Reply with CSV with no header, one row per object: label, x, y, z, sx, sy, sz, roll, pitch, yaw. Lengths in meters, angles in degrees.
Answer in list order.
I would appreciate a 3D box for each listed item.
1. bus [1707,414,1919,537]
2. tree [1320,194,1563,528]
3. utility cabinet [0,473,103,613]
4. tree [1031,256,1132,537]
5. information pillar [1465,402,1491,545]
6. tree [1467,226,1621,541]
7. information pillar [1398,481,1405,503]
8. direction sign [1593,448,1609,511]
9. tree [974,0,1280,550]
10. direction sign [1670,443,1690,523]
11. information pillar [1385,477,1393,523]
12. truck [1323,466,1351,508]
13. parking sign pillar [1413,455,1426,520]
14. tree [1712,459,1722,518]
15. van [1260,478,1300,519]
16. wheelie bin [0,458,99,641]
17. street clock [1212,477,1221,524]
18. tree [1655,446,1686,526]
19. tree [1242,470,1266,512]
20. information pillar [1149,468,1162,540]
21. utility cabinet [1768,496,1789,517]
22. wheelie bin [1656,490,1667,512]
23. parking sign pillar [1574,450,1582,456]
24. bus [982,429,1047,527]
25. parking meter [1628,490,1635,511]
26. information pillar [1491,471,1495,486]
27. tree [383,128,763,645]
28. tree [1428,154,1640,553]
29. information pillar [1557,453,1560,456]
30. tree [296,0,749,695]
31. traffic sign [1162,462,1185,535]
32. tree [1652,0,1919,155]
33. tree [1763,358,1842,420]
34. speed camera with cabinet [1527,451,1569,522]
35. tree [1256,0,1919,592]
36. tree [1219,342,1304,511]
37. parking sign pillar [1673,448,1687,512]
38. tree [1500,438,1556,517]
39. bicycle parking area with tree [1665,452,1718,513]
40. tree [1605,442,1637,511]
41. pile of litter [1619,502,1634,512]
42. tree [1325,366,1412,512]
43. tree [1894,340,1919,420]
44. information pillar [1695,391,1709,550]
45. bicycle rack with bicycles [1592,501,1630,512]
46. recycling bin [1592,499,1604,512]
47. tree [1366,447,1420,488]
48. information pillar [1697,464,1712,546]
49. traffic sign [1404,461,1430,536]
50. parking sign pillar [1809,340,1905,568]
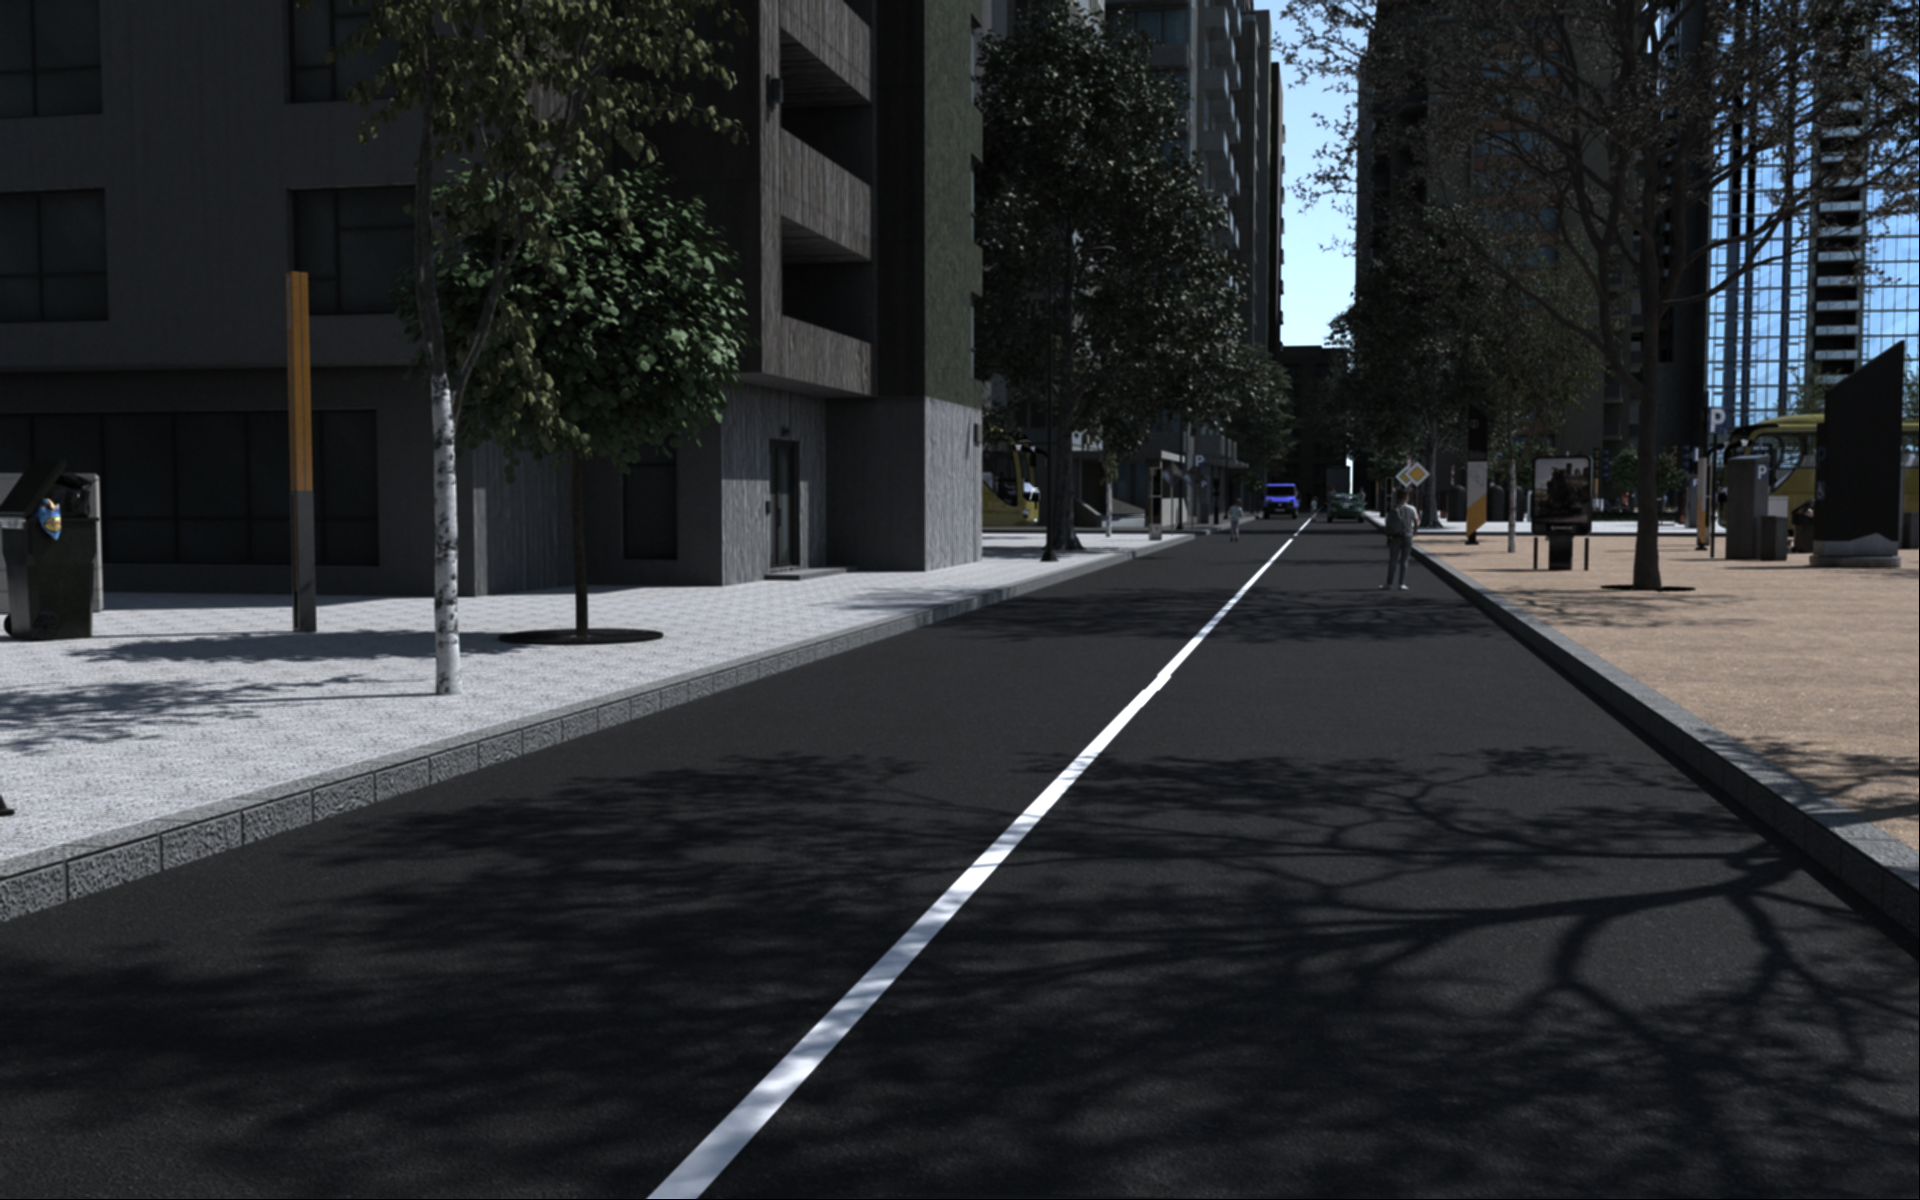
bus,29.581,-3.754,52.927,12.252,3.916,2.896,1,4,12
tree,18.082,-9.130,66.288,9.611,12.733,9.660,0,3,0
utility cabinet,-9.924,-0.611,18.671,1.173,1.500,0.318,-1,4,-19
tree,4.226,-6.188,51.542,4.737,8.622,4.395,0,3,0
information pillar,13.100,-3.215,43.918,0.504,3.616,0.183,1,4,19
tree,16.237,-5.956,47.744,4.737,8.622,4.395,0,3,0
information pillar,22.071,-5.017,86.516,0.304,2.012,0.304,0,4,-3
direction sign,31.482,-5.697,85.148,0.876,3.537,0.379,-1,4,-15
tree,2.507,-7.501,39.645,9.611,12.733,9.660,0,3,0
direction sign,31.916,-5.191,76.862,0.876,3.537,0.379,0,4,-2
information pillar,18.743,-4.352,75.655,0.304,2.012,0.304,1,4,16
truck,38.703,-11.556,177.850,2.839,4.237,11.283,1,4,12
parking sign pillar,23.544,-6.079,87.869,1.447,3.967,1.447,-3,5,-43
tree,41.365,-6.118,94.639,1.663,3.219,1.824,0,3,0
van,18.621,-5.881,100.530,2.240,2.365,5.245,1,4,11
wheelie bin,-8.104,-0.459,15.419,0.980,1.594,0.693,3,5,40
street clock,10.877,-4.213,73.448,0.358,2.002,0.471,1,4,15
tree,28.602,-4.624,70.199,1.663,3.219,1.824,0,3,0
tree,21.173,-7.945,124.508,1.663,3.219,1.824,0,3,0
information pillar,5.422,-2.663,48.037,0.304,2.012,0.304,0,4,-7
utility cabinet,21.577,-2.136,46.080,1.020,1.237,0.306,-2,4,-30
wheelie bin,34.663,-4.780,86.059,0.980,1.594,0.693,3,4,36
parking sign pillar,37.604,-7.235,106.762,1.447,3.967,1.447,0,4,-6
bus,-3.124,-4.214,60.442,12.252,3.916,2.896,1,4,13
parking meter,44.209,-6.463,114.074,0.372,1.533,0.369,0,3,0
information pillar,38.662,-8.223,125.804,0.183,3.616,0.504,-1,4,-11
tree,-3.390,-1.936,15.366,4.285,4.588,4.351,0,3,0
tree,12.274,-5.332,37.545,4.360,8.622,3.978,0,3,0
information pillar,33.982,-6.568,98.734,0.183,3.616,0.504,-1,4,-13
tree,-3.044,-3.701,10.878,4.737,8.622,4.395,0,3,0
traffic sign,6.642,-3.090,54.169,0.795,2.450,0.064,1,4,12
tree,5.193,-4.451,7.179,8.767,10.594,7.601,3,5,43
tree,46.083,-8.821,94.584,4.737,8.622,4.395,0,3,0
speed camera with cabinet,27.391,-5.257,80.285,2.038,3.252,0.660,1,4,20
tree,9.051,-6.875,22.782,12.009,13.543,11.850,0,3,0
tree,22.108,-12.943,129.750,7.486,12.596,7.792,0,3,0
parking sign pillar,42.203,-6.911,101.464,1.447,3.967,1.447,1,4,10
tree,31.658,-6.897,96.483,4.285,4.588,4.351,0,3,0
bicycle parking area with tree,51.863,-8.069,118.928,8.231,4.147,9.016,-1,4,-20
tree,42.717,-7.719,109.921,4.285,4.588,4.351,0,3,0
pile of litter,34.927,-4.693,90.698,1.176,0.858,1.719,-2,4,-29
tree,29.897,-12.088,123.394,9.928,11.665,9.643,0,3,0
tree,45.360,-8.070,82.314,4.737,8.622,4.395,0,3,0
information pillar,16.966,-2.949,39.574,0.183,3.616,0.504,1,4,9
bicycle rack with bicycles,32.323,-4.531,87.456,2.925,0.926,2.852,-3,4,-37
recycling bin,33.865,-4.892,92.532,0.722,1.027,0.722,-3,4,-36
tree,25.172,-7.077,99.429,4.285,4.588,4.351,0,3,0
information pillar,18.558,-2.366,43.172,0.304,2.012,0.304,2,4,26
traffic sign,13.866,-2.994,52.595,0.795,2.450,0.064,1,4,12
parking sign pillar,15.846,-2.574,30.554,1.447,3.967,1.447,0,4,1
